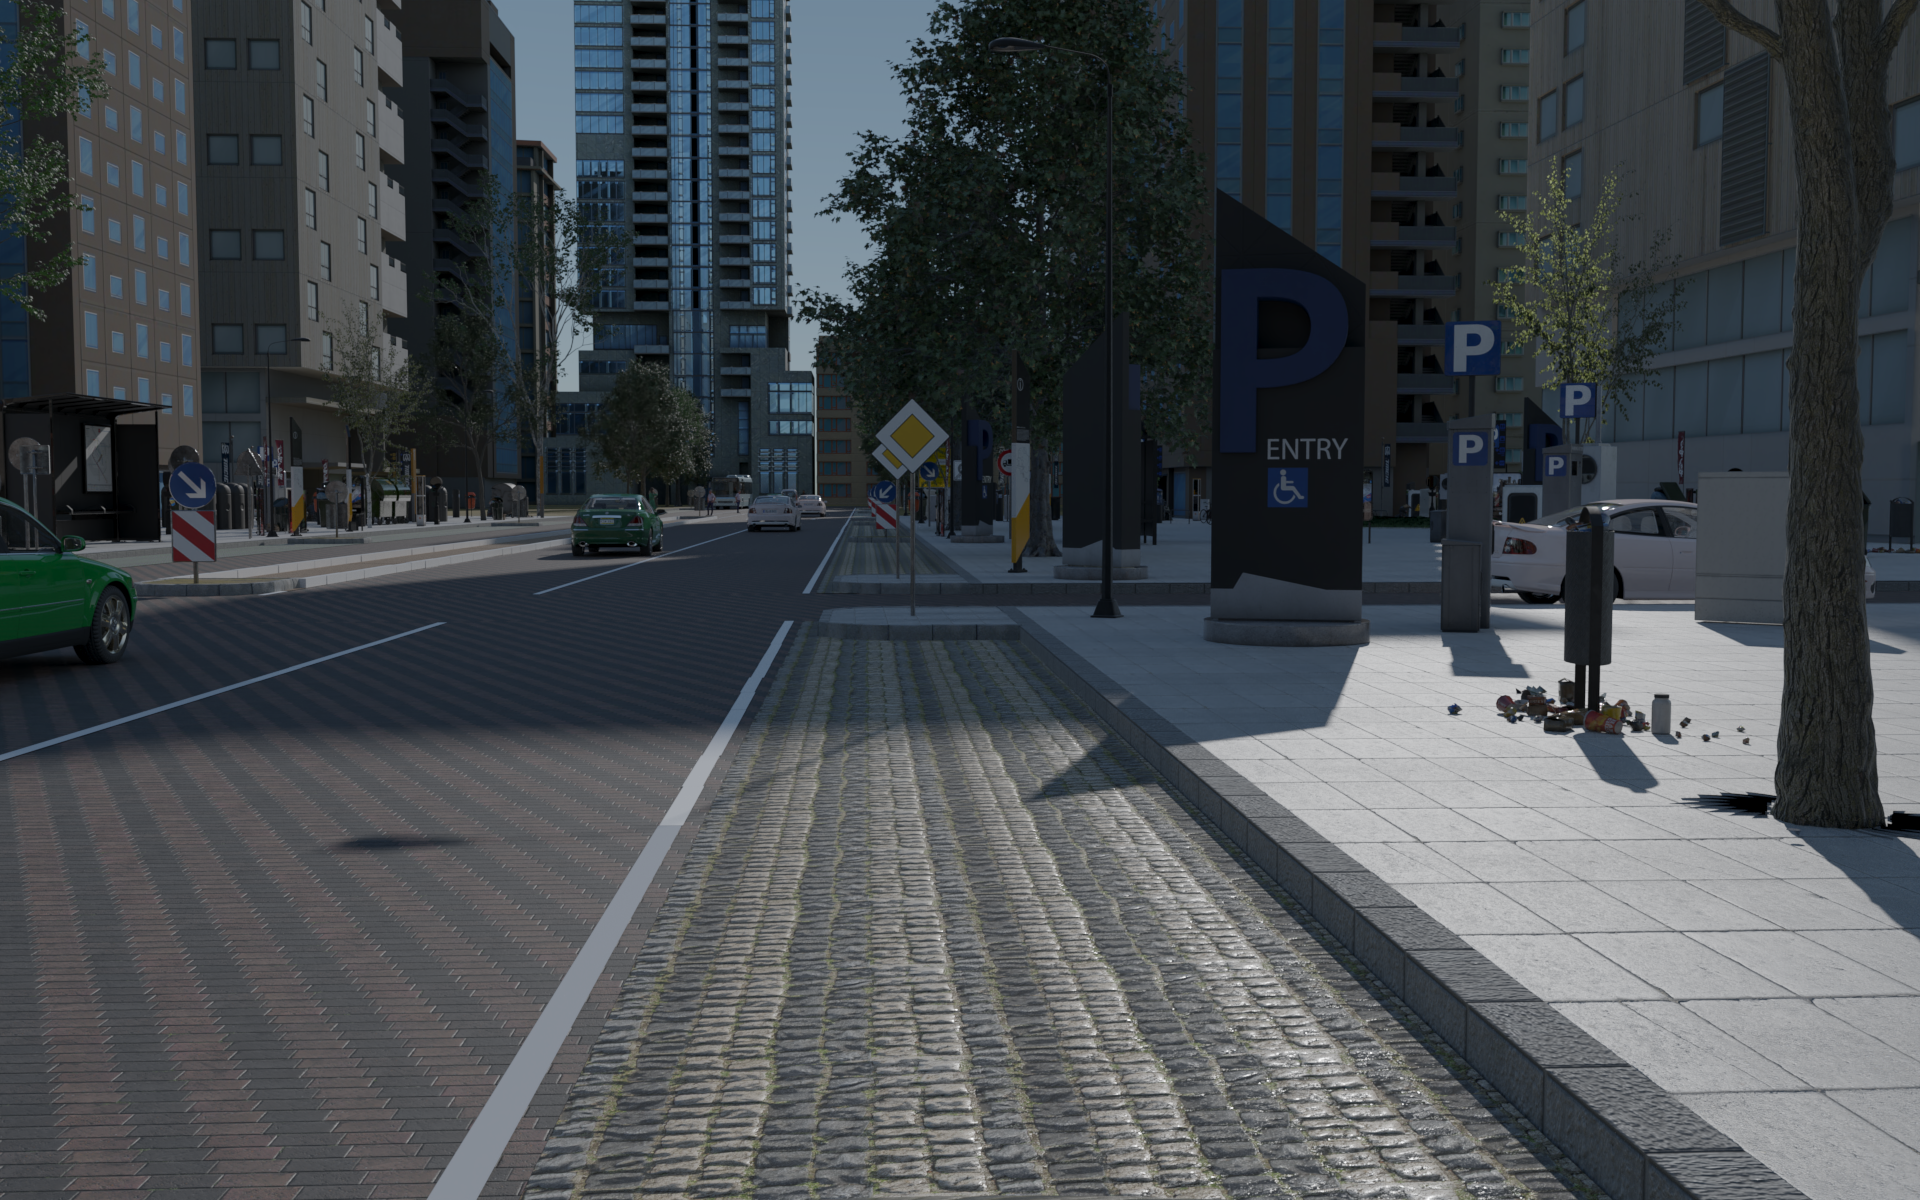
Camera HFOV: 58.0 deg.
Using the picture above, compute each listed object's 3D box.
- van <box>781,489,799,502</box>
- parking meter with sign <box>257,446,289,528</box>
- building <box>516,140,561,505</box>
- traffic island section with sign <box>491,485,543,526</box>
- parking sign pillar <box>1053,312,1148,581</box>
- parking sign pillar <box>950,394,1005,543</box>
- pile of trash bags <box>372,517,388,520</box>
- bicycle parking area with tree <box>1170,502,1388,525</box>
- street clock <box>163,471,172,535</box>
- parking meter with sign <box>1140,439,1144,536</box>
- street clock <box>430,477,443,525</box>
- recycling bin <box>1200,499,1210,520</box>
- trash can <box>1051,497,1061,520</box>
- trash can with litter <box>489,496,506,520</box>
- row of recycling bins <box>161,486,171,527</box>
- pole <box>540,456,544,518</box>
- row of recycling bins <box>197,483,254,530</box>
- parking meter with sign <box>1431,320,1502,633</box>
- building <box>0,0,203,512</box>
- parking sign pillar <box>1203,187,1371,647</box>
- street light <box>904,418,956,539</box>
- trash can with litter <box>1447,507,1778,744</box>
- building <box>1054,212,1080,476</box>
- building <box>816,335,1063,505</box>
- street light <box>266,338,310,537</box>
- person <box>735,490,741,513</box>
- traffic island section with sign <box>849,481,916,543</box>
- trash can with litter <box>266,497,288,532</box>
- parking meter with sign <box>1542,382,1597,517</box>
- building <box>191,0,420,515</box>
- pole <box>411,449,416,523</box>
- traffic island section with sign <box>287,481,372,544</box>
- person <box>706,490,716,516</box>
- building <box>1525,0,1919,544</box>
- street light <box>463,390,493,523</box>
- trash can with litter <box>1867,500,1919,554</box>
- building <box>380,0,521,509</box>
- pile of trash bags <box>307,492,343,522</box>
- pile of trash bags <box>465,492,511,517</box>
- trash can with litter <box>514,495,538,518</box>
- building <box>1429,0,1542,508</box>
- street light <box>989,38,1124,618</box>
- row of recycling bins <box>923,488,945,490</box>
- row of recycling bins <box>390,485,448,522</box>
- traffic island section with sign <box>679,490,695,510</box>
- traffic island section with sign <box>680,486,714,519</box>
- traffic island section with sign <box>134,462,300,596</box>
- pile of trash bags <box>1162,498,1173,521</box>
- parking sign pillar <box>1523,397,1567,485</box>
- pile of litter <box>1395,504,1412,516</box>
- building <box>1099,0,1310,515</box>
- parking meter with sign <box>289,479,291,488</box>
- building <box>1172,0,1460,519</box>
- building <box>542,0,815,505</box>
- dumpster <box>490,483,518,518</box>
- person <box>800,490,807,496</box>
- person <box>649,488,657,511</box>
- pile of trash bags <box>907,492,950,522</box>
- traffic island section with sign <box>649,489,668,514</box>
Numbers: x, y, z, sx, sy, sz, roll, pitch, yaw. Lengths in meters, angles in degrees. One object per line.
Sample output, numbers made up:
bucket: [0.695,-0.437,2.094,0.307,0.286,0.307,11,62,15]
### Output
van: [-15.573,-9.264,158.485,2.013,2.044,4.112,0,4,-3]
parking meter with sign: [-25.434,-4.144,64.012,0.543,3.016,1.738,-1,4,-8]
building: [-63.210,-33.789,207.068,28.867,44.769,22.147,0,4,-3]
traffic island section with sign: [-19.695,-4.192,77.159,1.989,1.847,2.006,0,4,-3]
parking sign pillar: [2.146,-2.313,26.287,1.447,3.967,1.447,-3,5,-39]
parking sign pillar: [0.463,-3.504,45.756,1.447,3.967,1.447,1,4,21]
pile of trash bags: [-28.664,-4.607,85.073,3.447,1.369,1.912,0,4,-4]
bicycle parking area with tree: [13.479,-5.283,73.384,8.231,4.147,9.016,0,4,-6]
street clock: [-24.970,-3.062,54.640,0.358,2.002,0.471,-1,4,-14]
parking meter with sign: [5.513,-3.507,53.604,0.543,3.016,1.738,1,4,9]
street clock: [-21.893,-4.151,72.432,0.471,2.002,0.358,0,4,0]
recycling bin: [11.960,-4.472,85.678,0.722,1.027,0.722,1,4,11]
trash can: [4.590,-4.459,84.552,0.748,1.137,0.748,0,3,0]
trash can with litter: [-22.747,-4.521,85.311,0.624,1.170,1.055,0,4,3]
row of recycling bins: [-30.811,-3.638,66.600,3.534,1.692,1.069,-2,4,-30]
pole: [-22.438,-6.060,92.916,0.158,3.312,0.155,0,3,0]
row of recycling bins: [-26.684,-3.404,62.776,1.069,1.692,3.534,0,4,5]
parking meter with sign: [4.915,-1.253,16.750,0.543,3.016,1.738,1,4,18]
building: [-45.286,-26.298,80.083,14.600,45.320,14.200,0,4,-3]
parking sign pillar: [2.867,-1.630,15.116,1.447,3.967,1.447,1,4,12]
street light: [-0.772,-4.711,49.564,1.470,5.913,1.316,0,4,-3]
trash can with litter: [3.695,0.062,10.038,1.678,1.210,2.233,1,4,12]
building: [25.504,-38.233,214.347,27.495,52.752,28.713,0,4,-3]
building: [-2.807,-22.494,212.812,28.899,21.520,27.650,0,4,-3]
street light: [-19.973,-4.830,51.517,1.470,5.913,1.316,0,4,-3]
person: [-16.578,-7.370,129.930,0.436,1.711,0.756,2,4,26]
traffic island section with sign: [-2.324,-2.628,51.601,1.989,1.847,2.006,0,4,-3]
trash can with litter: [-23.022,-2.884,58.541,0.624,1.170,1.055,0,4,6]
parking meter with sign: [9.209,-1.853,26.563,0.543,3.016,1.738,3,4,36]
building: [-52.275,-31.943,111.507,28.713,52.752,27.495,0,4,-3]
pole: [-24.521,-5.133,77.773,0.158,3.312,0.155,0,3,0]
traffic island section with sign: [-18.202,-2.545,50.245,1.989,1.847,2.006,0,4,-3]
person: [-16.595,-6.464,115.121,0.436,1.711,0.756,-3,5,-42]
building: [35.879,-28.453,54.440,27.495,52.752,28.713,0,4,-3]
street light: [-21.526,-6.415,77.421,1.470,5.913,1.316,0,4,-3]
trash can with litter: [20.429,-1.655,38.120,1.678,1.210,2.233,-2,4,-26]
building: [-47.770,-30.800,153.697,14.200,45.320,14.600,0,4,-3]
pile of trash bags: [-29.539,-4.327,80.497,1.912,1.369,3.447,-1,4,-11]
pile of trash bags: [-26.225,-5.390,97.873,3.447,1.369,1.912,-2,4,-27]
trash can with litter: [-23.948,-5.117,94.720,1.678,1.210,2.233,0,4,0]
building: [52.990,-32.518,155.377,21.600,48.544,21.300,0,4,-3]
street light: [0.992,-2.771,17.841,1.470,5.913,1.316,0,4,-3]
row of recycling bins: [-0.955,-5.208,92.258,1.069,1.692,3.534,3,5,41]
row of recycling bins: [-25.308,-4.512,80.883,3.534,1.692,1.069,2,4,31]
traffic island section with sign: [-24.015,-8.943,154.849,1.989,1.847,2.006,0,4,-3]
traffic island section with sign: [-15.153,-5.641,100.371,2.006,1.907,1.989,0,4,-3]
traffic island section with sign: [-10.971,-1.053,25.349,2.006,1.907,1.989,0,4,-3]
pile of trash bags: [8.865,-4.474,82.903,1.912,1.369,3.447,2,4,27]
parking sign pillar: [16.337,-3.658,48.283,1.447,3.967,1.447,-2,4,-24]
pile of litter: [18.940,-3.689,74.280,1.176,0.858,1.719,-2,4,-23]
building: [16.780,-29.306,129.264,14.600,45.320,14.200,0,4,-3]
parking meter with sign: [-32.991,-5.436,85.144,1.738,3.016,0.543,1,4,16]
building: [17.941,-27.197,94.783,14.600,45.320,14.200,0,4,-3]
building: [-33.122,-54.672,206.562,31.000,86.520,22.319,0,4,-3]
dumpster: [-24.284,-5.306,92.507,1.264,1.857,1.865,0,4,-3]
person: [-15.083,-9.695,167.044,1.348,1.821,0.705,1,4,23]
person: [-17.462,-5.466,98.113,0.529,1.795,0.600,-3,4,-36]
pile of trash bags: [-0.752,-4.247,79.183,3.447,1.369,1.912,1,4,12]
traffic island section with sign: [-22.466,-7.238,126.973,1.989,1.847,2.006,0,4,-3]
